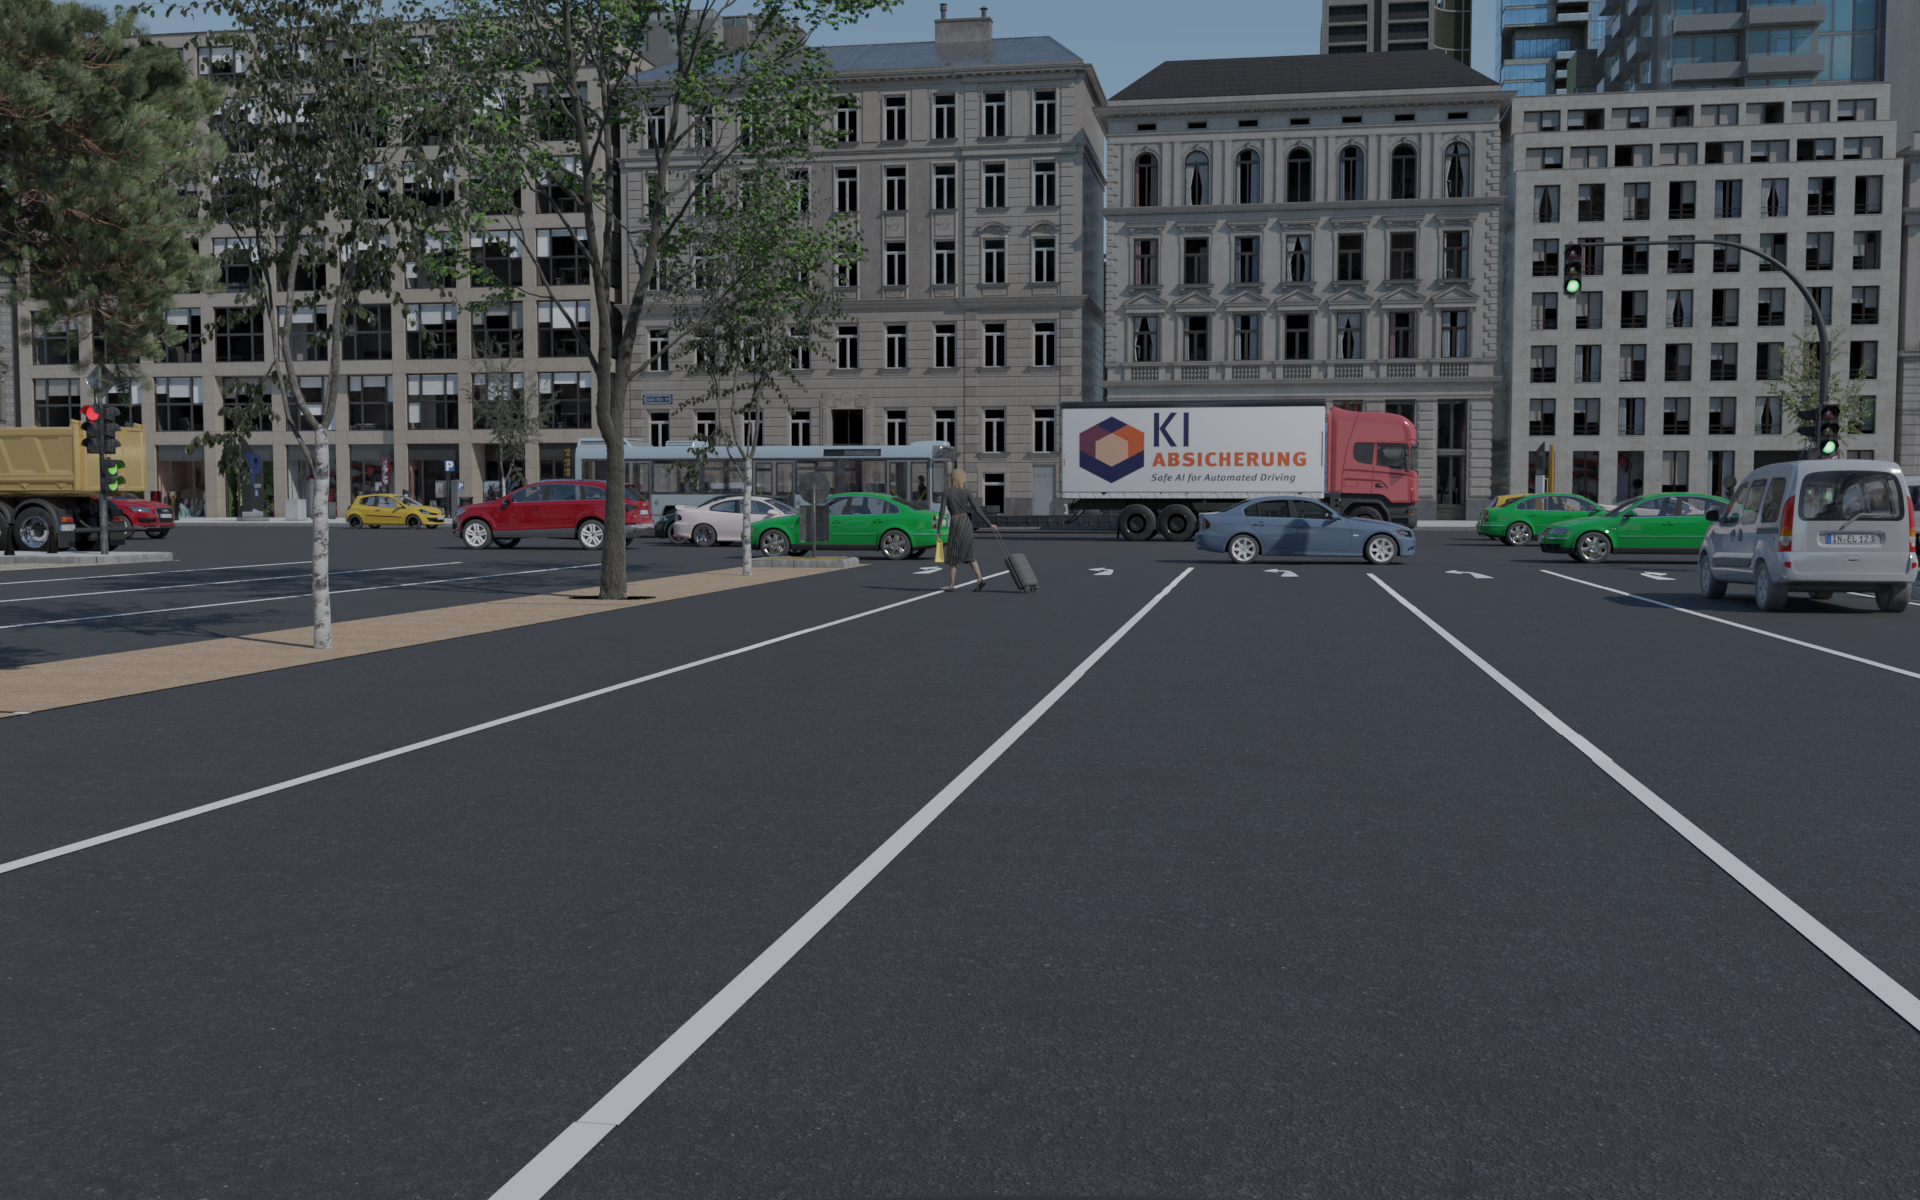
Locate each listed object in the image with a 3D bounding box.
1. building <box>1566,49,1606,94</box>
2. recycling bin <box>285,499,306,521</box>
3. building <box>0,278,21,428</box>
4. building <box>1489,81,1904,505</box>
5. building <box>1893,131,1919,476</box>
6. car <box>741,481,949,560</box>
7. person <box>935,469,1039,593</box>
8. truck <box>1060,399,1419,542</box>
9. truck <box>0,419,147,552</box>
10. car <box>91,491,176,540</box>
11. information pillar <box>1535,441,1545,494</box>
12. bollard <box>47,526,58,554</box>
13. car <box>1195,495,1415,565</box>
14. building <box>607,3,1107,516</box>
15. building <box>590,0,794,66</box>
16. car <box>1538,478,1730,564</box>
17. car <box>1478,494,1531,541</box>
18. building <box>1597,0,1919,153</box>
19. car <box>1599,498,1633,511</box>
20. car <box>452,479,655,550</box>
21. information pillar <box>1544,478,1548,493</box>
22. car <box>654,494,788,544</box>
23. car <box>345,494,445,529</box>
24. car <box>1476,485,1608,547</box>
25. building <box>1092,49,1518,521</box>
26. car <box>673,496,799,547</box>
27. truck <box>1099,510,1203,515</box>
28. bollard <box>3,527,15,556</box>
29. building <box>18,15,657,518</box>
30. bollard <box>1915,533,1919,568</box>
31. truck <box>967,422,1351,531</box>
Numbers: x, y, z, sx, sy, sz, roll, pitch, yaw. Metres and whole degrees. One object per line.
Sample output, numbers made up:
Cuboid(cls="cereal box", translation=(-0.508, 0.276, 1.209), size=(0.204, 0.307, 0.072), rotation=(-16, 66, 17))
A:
Cuboid(cls="building", translation=(63.373, -29.257, 161.939), size=(14.154, 41.232, 14.086), rotation=(1, 4, 10))
Cuboid(cls="recycling bin", translation=(-31.883, -4.316, 83.125), size=(0.722, 1.027, 0.722), rotation=(1, 4, 9))
Cuboid(cls="building", translation=(-60.583, -14.534, 102.265), size=(19.286, 19.102, 10.561), rotation=(1, 4, 10))
Cuboid(cls="building", translation=(35.286, -14.096, 85.225), size=(16.860, 20.320, 10.420), rotation=(1, 4, 10))
Cuboid(cls="building", translation=(55.666, -14.748, 82.937), size=(24.055, 21.916, 13.314), rotation=(1, 4, 10))
Cuboid(cls="car", translation=(-2.544, -1.815, 38.466), size=(4.718, 1.807, 1.959), rotation=(1, 4, 12))
Cuboid(cls="person", translation=(0.333, -1.010, 25.236), size=(1.509, 1.804, 0.699), rotation=(2, 4, 26))
Cuboid(cls="truck", translation=(8.772, -3.893, 52.562), size=(11.283, 4.237, 2.839), rotation=(1, 4, 12))
Cuboid(cls="truck", translation=(-24.819, -2.814, 41.935), size=(9.791, 3.379, 3.469), rotation=(1, 4, 10))
Cuboid(cls="car", translation=(-27.699, -2.853, 55.320), size=(5.304, 1.827, 2.281), rotation=(1, 4, 11))
Cuboid(cls="information pillar", translation=(25.816, -5.242, 77.064), size=(0.183, 3.616, 0.504), rotation=(-2, 4, -24))
Cuboid(cls="bollard", translation=(-19.624, -1.308, 37.424), size=(0.229, 0.601, 0.229), rotation=(0, 3, 0))
Cuboid(cls="car", translation=(7.148, -1.465, 35.960), size=(4.499, 1.417, 2.014), rotation=(1, 4, 8))
Cuboid(cls="building", translation=(-4.810, -18.137, 93.802), size=(25.104, 27.353, 12.463), rotation=(1, 4, 10))
Cuboid(cls="building", translation=(-22.184, -28.178, 144.305), size=(14.154, 41.232, 14.086), rotation=(1, 4, 10))
Cuboid(cls="car", translation=(14.522, -1.666, 36.034), size=(4.718, 1.807, 1.959), rotation=(1, 4, 12))
Cuboid(cls="car", translation=(18.140, -2.660, 53.715), size=(3.980, 1.641, 2.015), rotation=(1, 4, 12))
Cuboid(cls="building", translation=(63.802, -31.739, 138.546), size=(23.786, 49.044, 30.456), rotation=(1, 4, 10))
Cuboid(cls="car", translation=(24.011, -2.849, 58.937), size=(4.827, 1.381, 2.083), rotation=(1, 4, 11))
Cuboid(cls="car", translation=(-10.662, -2.235, 45.211), size=(5.304, 1.827, 2.281), rotation=(1, 4, 10))
Cuboid(cls="information pillar", translation=(27.082, -4.648, 80.485), size=(0.304, 2.012, 0.304), rotation=(-1, 4, -23))
Cuboid(cls="car", translation=(-6.716, -2.462, 50.042), size=(4.222, 1.686, 2.009), rotation=(1, 4, 9))
Cuboid(cls="car", translation=(-23.190, -3.732, 71.234), size=(3.980, 1.641, 2.015), rotation=(1, 4, 11))
Cuboid(cls="car", translation=(16.728, -2.389, 47.857), size=(4.718, 1.807, 1.959), rotation=(1, 4, 9))
Cuboid(cls="building", translation=(17.187, -15.875, 88.440), size=(19.941, 23.489, 11.050), rotation=(1, 4, 10))
Cuboid(cls="car", translation=(-5.441, -2.145, 47.425), size=(4.827, 1.381, 2.083), rotation=(1, 4, 12))
Cuboid(cls="truck", translation=(9.511, -4.350, 67.039), size=(9.791, 3.379, 3.469), rotation=(1, 4, 12))
Cuboid(cls="bollard", translation=(-19.850, -1.230, 36.150), size=(0.229, 0.601, 0.229), rotation=(0, 3, 0))
Cuboid(cls="building", translation=(-33.491, -18.179, 101.745), size=(34.151, 26.468, 19.350), rotation=(1, 4, 10))
Cuboid(cls="bollard", translation=(16.732, -0.871, 30.274), size=(0.229, 0.601, 0.229), rotation=(0, 3, 0))
Cuboid(cls="truck", translation=(6.549, -4.511, 63.506), size=(18.799, 4.110, 2.967), rotation=(1, 4, 12))
